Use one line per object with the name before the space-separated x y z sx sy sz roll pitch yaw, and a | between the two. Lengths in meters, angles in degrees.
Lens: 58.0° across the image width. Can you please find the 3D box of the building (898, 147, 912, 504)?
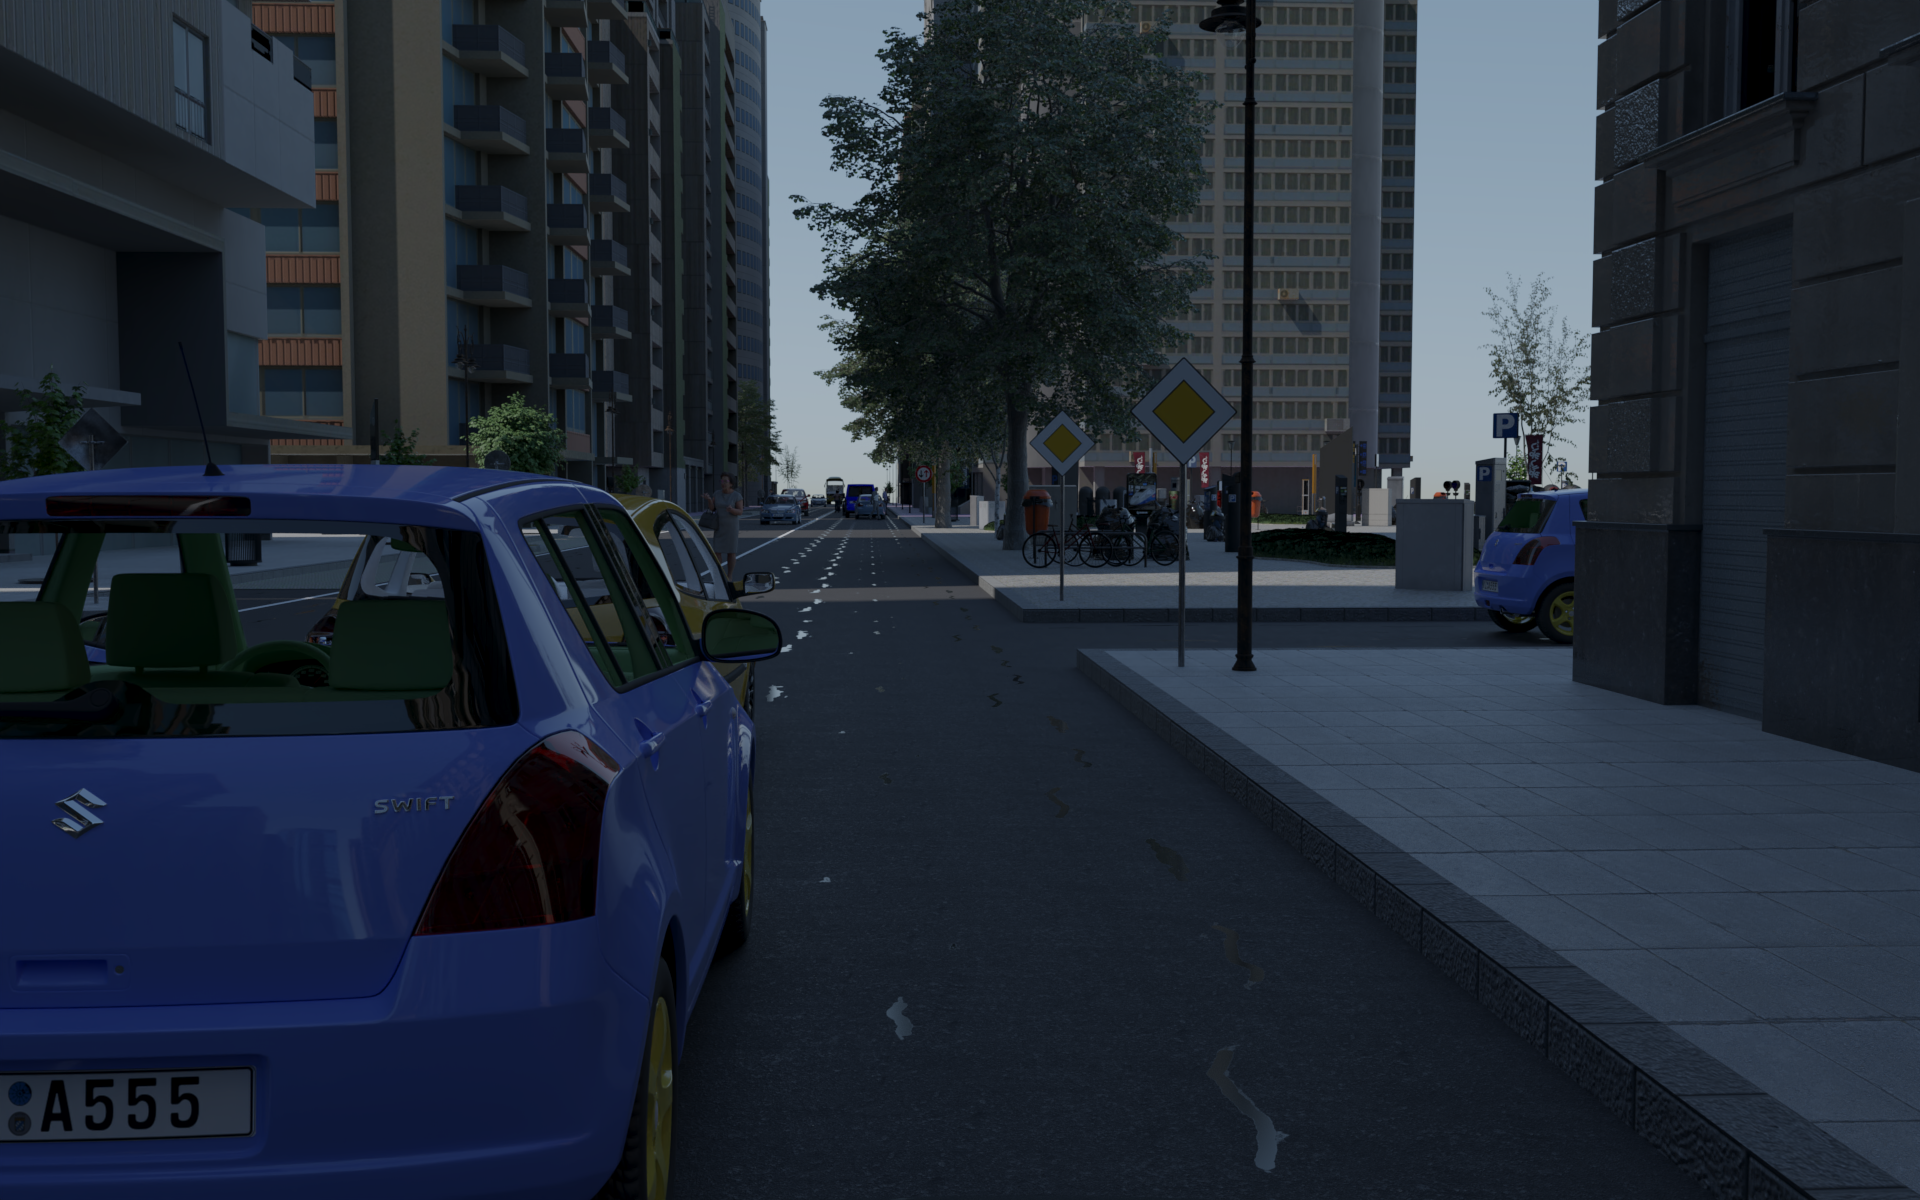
building | -0.821 -34.798 219.064 14.600 45.320 14.200 0 4 -3

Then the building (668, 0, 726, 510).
building | -26.006 -27.716 136.749 14.154 41.232 14.086 0 4 -3

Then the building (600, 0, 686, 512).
building | -24.113 -20.211 102.151 14.160 30.474 14.107 0 4 -3

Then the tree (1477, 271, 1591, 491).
tree | 18.974 -6.526 57.055 4.360 8.622 3.978 0 3 0

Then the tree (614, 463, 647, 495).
tree | -17.914 -6.019 93.008 1.663 3.219 1.824 0 3 0

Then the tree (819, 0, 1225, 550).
tree | 1.199 -8.126 39.522 9.857 13.997 8.962 0 3 0

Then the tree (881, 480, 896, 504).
tree | -10.282 -15.718 251.595 1.663 3.219 1.824 0 3 0

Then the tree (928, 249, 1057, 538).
tree | 1.048 -6.097 50.045 4.360 8.622 3.978 0 3 0

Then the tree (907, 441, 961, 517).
tree | -1.153 -6.919 96.834 4.285 4.588 4.351 0 3 0

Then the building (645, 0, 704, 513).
building | -28.507 -41.597 118.364 20.563 71.187 20.611 0 4 -3

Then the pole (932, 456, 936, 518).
pole | -1.397 -6.047 92.712 0.158 3.312 0.155 0 3 0

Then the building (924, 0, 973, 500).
building | 10.850 -33.868 142.987 28.713 52.752 27.495 0 4 -3

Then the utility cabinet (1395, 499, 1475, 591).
utility cabinet | 6.377 -0.741 23.284 0.306 1.237 1.020 -3 5 -44

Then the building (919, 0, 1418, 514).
building | 13.519 -26.046 117.740 32.217 40.220 23.993 0 4 -3

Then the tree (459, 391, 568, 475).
tree | -14.176 -4.372 55.191 4.285 4.588 4.351 0 3 0

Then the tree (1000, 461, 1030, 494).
tree | 2.660 -5.729 88.273 1.663 3.219 1.824 0 3 0

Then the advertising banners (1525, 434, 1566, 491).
advertising banners | 17.438 -3.307 50.262 2.074 3.025 0.090 2 4 28

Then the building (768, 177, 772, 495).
building | -30.830 -32.428 213.786 14.154 41.232 14.086 0 4 -3

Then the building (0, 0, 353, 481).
building | -29.438 -27.095 32.235 28.713 52.752 27.495 0 4 -3

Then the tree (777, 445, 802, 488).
tree | -24.727 -18.421 251.539 4.360 8.622 3.978 0 3 0

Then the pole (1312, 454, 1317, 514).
pole | 18.161 -5.807 88.785 0.158 3.312 0.155 0 3 0

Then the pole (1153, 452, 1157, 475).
pole | 9.520 -5.559 84.732 0.158 3.312 0.155 0 3 0

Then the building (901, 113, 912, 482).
building | 4.444 -33.179 197.100 22.147 44.769 28.867 0 4 -3

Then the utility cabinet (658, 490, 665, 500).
utility cabinet | -15.301 -4.899 88.775 0.318 1.500 1.173 0 4 -7

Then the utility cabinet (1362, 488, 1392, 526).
utility cabinet | 16.616 -3.691 69.026 1.173 1.500 0.318 3 5 43

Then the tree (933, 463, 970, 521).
tree | -0.620 -5.457 83.827 1.663 3.219 1.824 0 3 0

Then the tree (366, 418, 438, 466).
tree | -14.314 -3.029 44.124 1.663 3.219 1.824 0 3 0

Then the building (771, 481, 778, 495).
building | -40.988 -33.062 232.445 32.217 40.220 23.993 0 4 -3

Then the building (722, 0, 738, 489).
building | -31.395 -32.439 154.077 21.300 48.544 21.600 0 4 -3

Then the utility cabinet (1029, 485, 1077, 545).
utility cabinet | 2.297 -2.101 43.034 1.173 1.500 0.318 0 3 0

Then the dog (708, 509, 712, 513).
dog | -13.251 -4.548 91.195 0.513 0.831 0.800 -1 4 -21

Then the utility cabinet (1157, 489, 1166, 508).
utility cabinet | 8.033 -3.744 69.888 0.318 1.500 1.173 0 4 -6

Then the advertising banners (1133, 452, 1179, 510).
advertising banners | 8.118 -4.597 71.355 2.074 3.025 0.090 1 4 22

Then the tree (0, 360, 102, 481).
tree | -13.038 -1.869 25.159 1.663 3.219 1.824 0 3 0

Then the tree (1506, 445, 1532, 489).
tree | 21.734 -4.477 67.792 1.663 3.219 1.824 0 3 0

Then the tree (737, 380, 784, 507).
tree | -21.187 -15.489 171.374 7.486 12.596 7.792 0 3 0

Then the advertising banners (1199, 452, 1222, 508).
advertising banners | 10.717 -4.615 71.641 2.074 3.025 0.090 3 5 45

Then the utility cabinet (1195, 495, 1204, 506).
utility cabinet | 12.656 -4.916 91.532 0.306 1.237 1.020 -1 4 -8

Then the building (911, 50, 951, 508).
building | 2.407 -29.374 163.852 14.154 41.232 14.086 0 4 -3

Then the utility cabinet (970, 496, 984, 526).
utility cabinet | 0.706 -3.657 70.953 0.306 1.237 1.020 1 4 17

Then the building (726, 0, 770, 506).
building | -32.605 -39.757 192.027 21.231 58.520 28.212 0 4 -3

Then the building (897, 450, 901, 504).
building | 5.242 -24.257 241.648 27.650 21.520 28.899 0 4 -3
